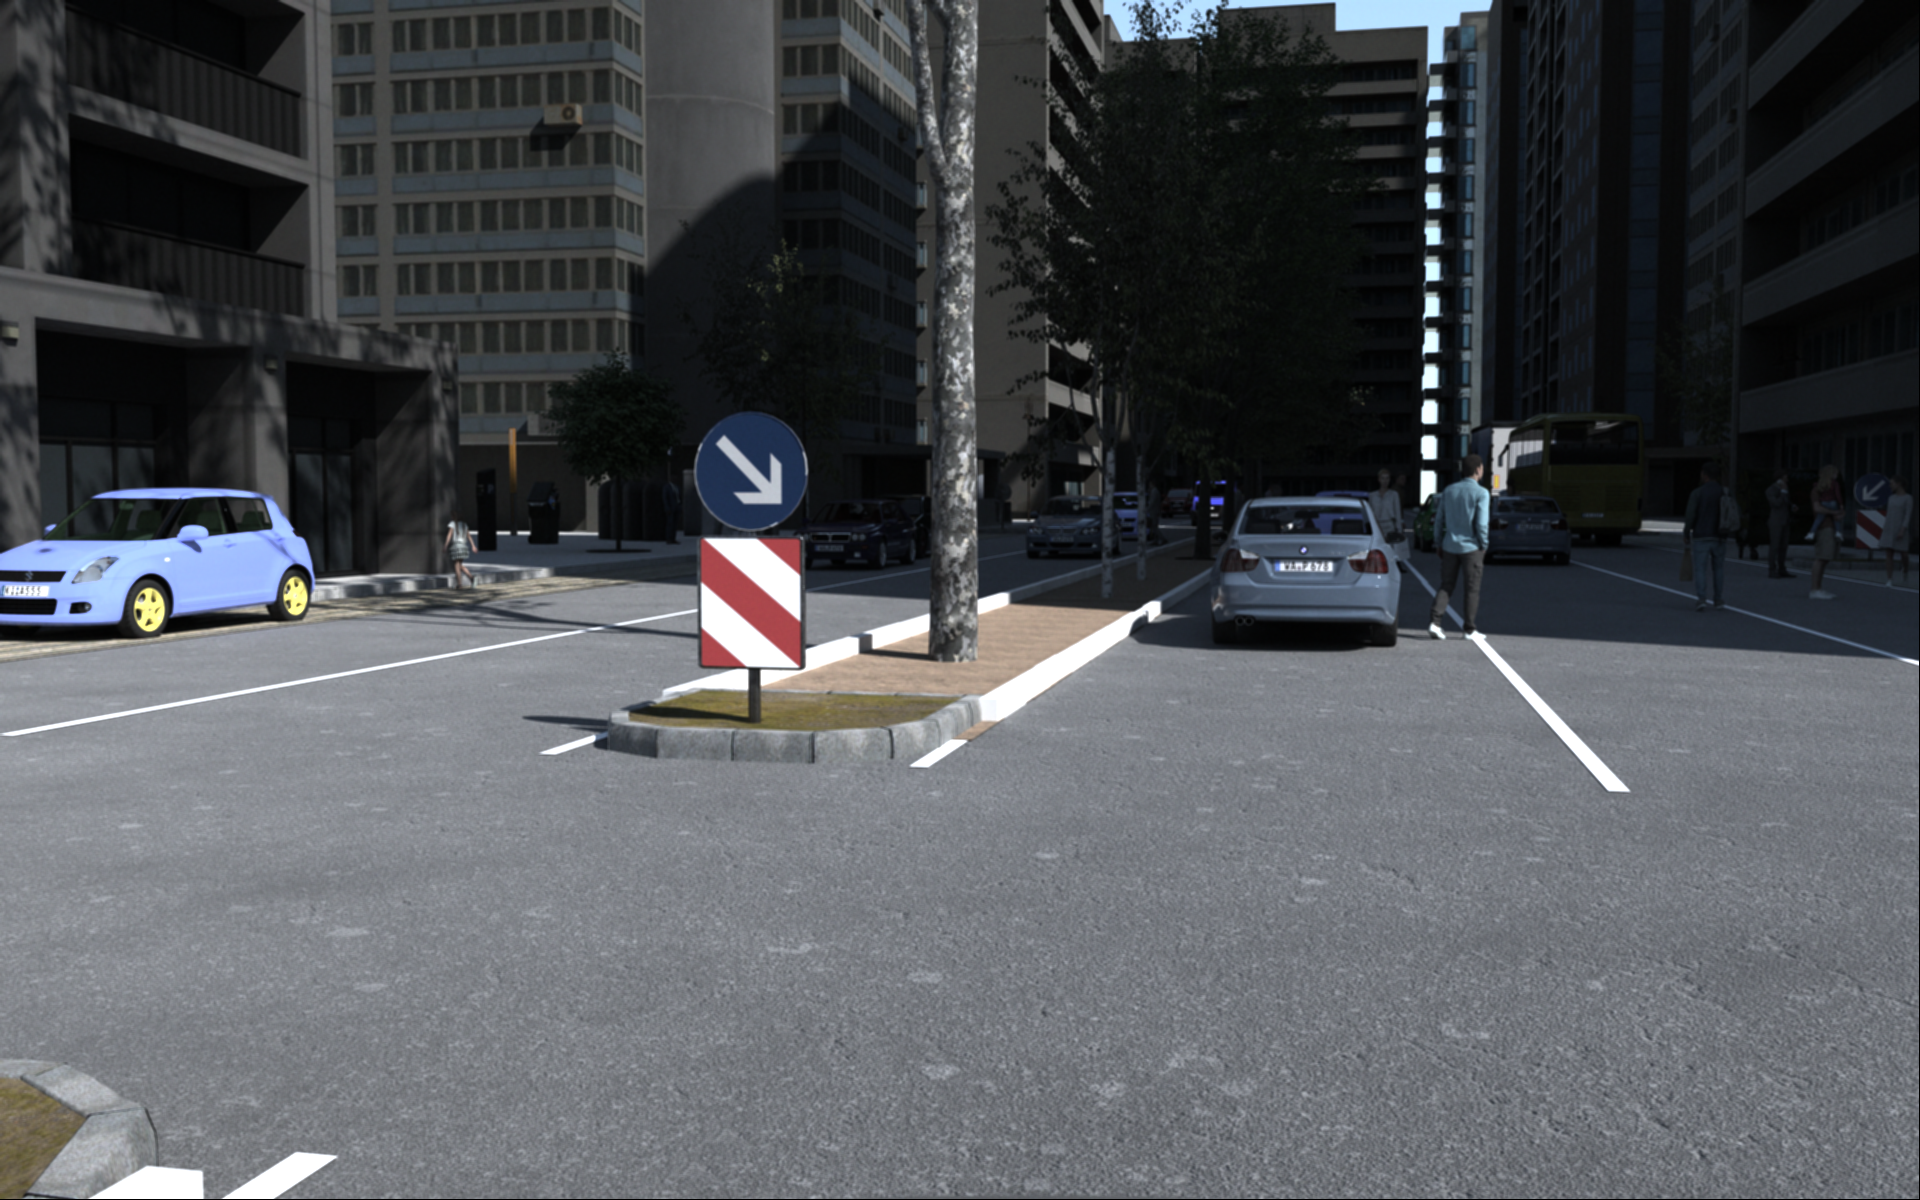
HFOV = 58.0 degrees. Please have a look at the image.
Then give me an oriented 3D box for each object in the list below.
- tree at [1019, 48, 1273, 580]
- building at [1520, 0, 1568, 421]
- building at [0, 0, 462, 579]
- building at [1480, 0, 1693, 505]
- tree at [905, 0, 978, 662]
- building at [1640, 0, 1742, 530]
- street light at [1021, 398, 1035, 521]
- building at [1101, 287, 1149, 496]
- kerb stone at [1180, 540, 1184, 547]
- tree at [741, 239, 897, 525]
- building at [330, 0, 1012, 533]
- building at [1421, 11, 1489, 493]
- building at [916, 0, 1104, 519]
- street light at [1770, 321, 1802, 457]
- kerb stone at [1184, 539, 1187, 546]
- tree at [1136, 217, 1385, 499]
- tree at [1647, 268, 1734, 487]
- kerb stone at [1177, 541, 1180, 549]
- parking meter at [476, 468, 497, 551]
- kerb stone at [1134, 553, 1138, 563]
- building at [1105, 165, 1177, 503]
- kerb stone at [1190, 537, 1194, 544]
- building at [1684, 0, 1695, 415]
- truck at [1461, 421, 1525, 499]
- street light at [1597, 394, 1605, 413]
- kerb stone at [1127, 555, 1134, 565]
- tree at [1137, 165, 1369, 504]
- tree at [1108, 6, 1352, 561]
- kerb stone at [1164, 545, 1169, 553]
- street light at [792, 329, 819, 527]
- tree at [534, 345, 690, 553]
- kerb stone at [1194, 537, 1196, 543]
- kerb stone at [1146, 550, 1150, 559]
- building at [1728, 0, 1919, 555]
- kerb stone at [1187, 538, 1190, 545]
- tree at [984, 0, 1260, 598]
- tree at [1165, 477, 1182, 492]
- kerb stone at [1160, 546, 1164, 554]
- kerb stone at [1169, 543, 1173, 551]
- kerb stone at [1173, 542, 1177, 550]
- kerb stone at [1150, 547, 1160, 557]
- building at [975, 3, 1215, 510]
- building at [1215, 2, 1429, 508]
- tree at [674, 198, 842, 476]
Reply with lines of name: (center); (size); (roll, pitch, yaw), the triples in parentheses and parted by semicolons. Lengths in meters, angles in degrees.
tree: (3.014, -4.619, 28.334); (4.737, 8.622, 4.395); (0, 3, 0)
building: (50.971, -42.114, 126.814); (20.563, 71.187, 20.611); (1, 4, 12)
building: (-19.090, -35.822, 23.935); (20.563, 71.187, 20.611); (1, 4, 12)
building: (51.662, -30.283, 145.241); (14.600, 45.320, 14.200); (1, 4, 12)
tree: (-1.060, -9.603, 15.352); (12.611, 20.169, 13.585); (0, 3, 0)
building: (41.919, -22.839, 65.298); (32.217, 40.220, 23.993); (1, 4, 12)
street light: (3.248, -6.662, 81.710); (0.468, 5.910, 1.993); (1, 4, 12)
building: (-1.698, -17.135, 125.199); (27.650, 21.520, 28.899); (1, 4, 12)
kerb stone: (5.745, -1.438, 45.841); (0.120, 0.150, 1.000); (1, 4, 12)
tree: (-4.293, -6.135, 50.676); (4.737, 8.622, 4.395); (0, 3, 0)
building: (-15.028, -23.023, 68.305); (32.217, 40.220, 23.993); (1, 4, 12)
building: (61.463, -33.690, 170.440); (30.456, 49.044, 23.786); (1, 4, 12)
building: (-3.807, -29.072, 99.031); (21.300, 48.544, 21.600); (1, 4, 12)
street light: (22.092, -4.505, 46.443); (0.468, 5.910, 1.993); (1, 4, 12)
kerb stone: (5.976, -1.507, 46.842); (0.120, 0.150, 1.000); (1, 4, 12)
tree: (11.363, -8.970, 66.125); (9.611, 12.733, 9.660); (0, 3, 0)
tree: (24.149, -6.368, 54.477); (4.737, 8.622, 4.395); (0, 3, 0)
kerb stone: (5.533, -1.383, 44.841); (0.120, 0.150, 1.000); (1, 4, 12)
parking meter: (-10.708, -2.046, 39.162); (0.255, 1.863, 0.399); (2, 4, 29)
kerb stone: (3.535, -0.834, 35.838); (0.120, 0.150, 1.000); (1, 4, 12)
building: (12.137, -23.422, 154.656); (14.107, 30.474, 14.160); (1, 4, 12)
kerb stone: (6.414, -1.630, 48.839); (0.120, 0.150, 1.000); (1, 4, 12)
building: (39.823, -26.946, 90.672); (14.600, 45.320, 14.200); (1, 4, 12)
truck: (22.677, -5.078, 71.940); (2.839, 4.237, 11.283); (1, 4, 11)
street light: (29.635, -6.575, 80.291); (0.468, 5.910, 1.993); (1, 4, 12)
kerb stone: (3.320, -0.773, 34.838); (0.120, 0.150, 1.000); (1, 4, 12)
tree: (9.447, -8.343, 56.993); (7.486, 12.596, 7.792); (0, 3, 0)
tree: (5.351, -6.663, 37.153); (9.928, 11.665, 9.643); (0, 3, 0)
kerb stone: (4.871, -1.201, 41.838); (0.120, 0.150, 1.000); (1, 4, 12)
street light: (-4.264, -4.564, 47.409); (0.468, 5.910, 1.993); (1, 4, 12)
tree: (-7.676, -3.343, 38.376); (4.285, 4.588, 4.351); (0, 3, 0)
kerb stone: (6.629, -1.687, 49.839); (0.120, 0.150, 1.000); (1, 4, 12)
kerb stone: (3.977, -0.957, 37.841); (0.120, 0.150, 1.000); (1, 4, 12)
building: (30.356, -25.224, 36.111); (21.300, 48.544, 21.600); (1, 4, 12)
kerb stone: (6.185, -1.569, 47.843); (0.120, 0.150, 1.000); (1, 4, 12)
tree: (2.061, -4.341, 23.793); (4.360, 8.622, 3.978); (0, 3, 0)
tree: (19.890, -10.257, 162.298); (1.663, 3.219, 1.824); (0, 3, 0)
kerb stone: (4.645, -1.140, 40.841); (0.120, 0.150, 1.000); (1, 4, 12)
kerb stone: (5.086, -1.263, 42.840); (0.120, 0.150, 1.000); (1, 4, 12)
kerb stone: (5.318, -1.317, 43.842); (0.120, 0.150, 1.000); (1, 4, 12)
kerb stone: (4.426, -1.079, 39.840); (0.120, 0.150, 1.000); (1, 4, 12)
building: (14.622, -34.026, 180.020); (21.600, 48.544, 21.300); (1, 4, 12)
building: (35.828, -33.773, 175.887); (21.600, 48.544, 21.300); (1, 4, 12)
tree: (-5.189, -5.676, 43.157); (4.360, 8.622, 3.978); (0, 3, 0)
